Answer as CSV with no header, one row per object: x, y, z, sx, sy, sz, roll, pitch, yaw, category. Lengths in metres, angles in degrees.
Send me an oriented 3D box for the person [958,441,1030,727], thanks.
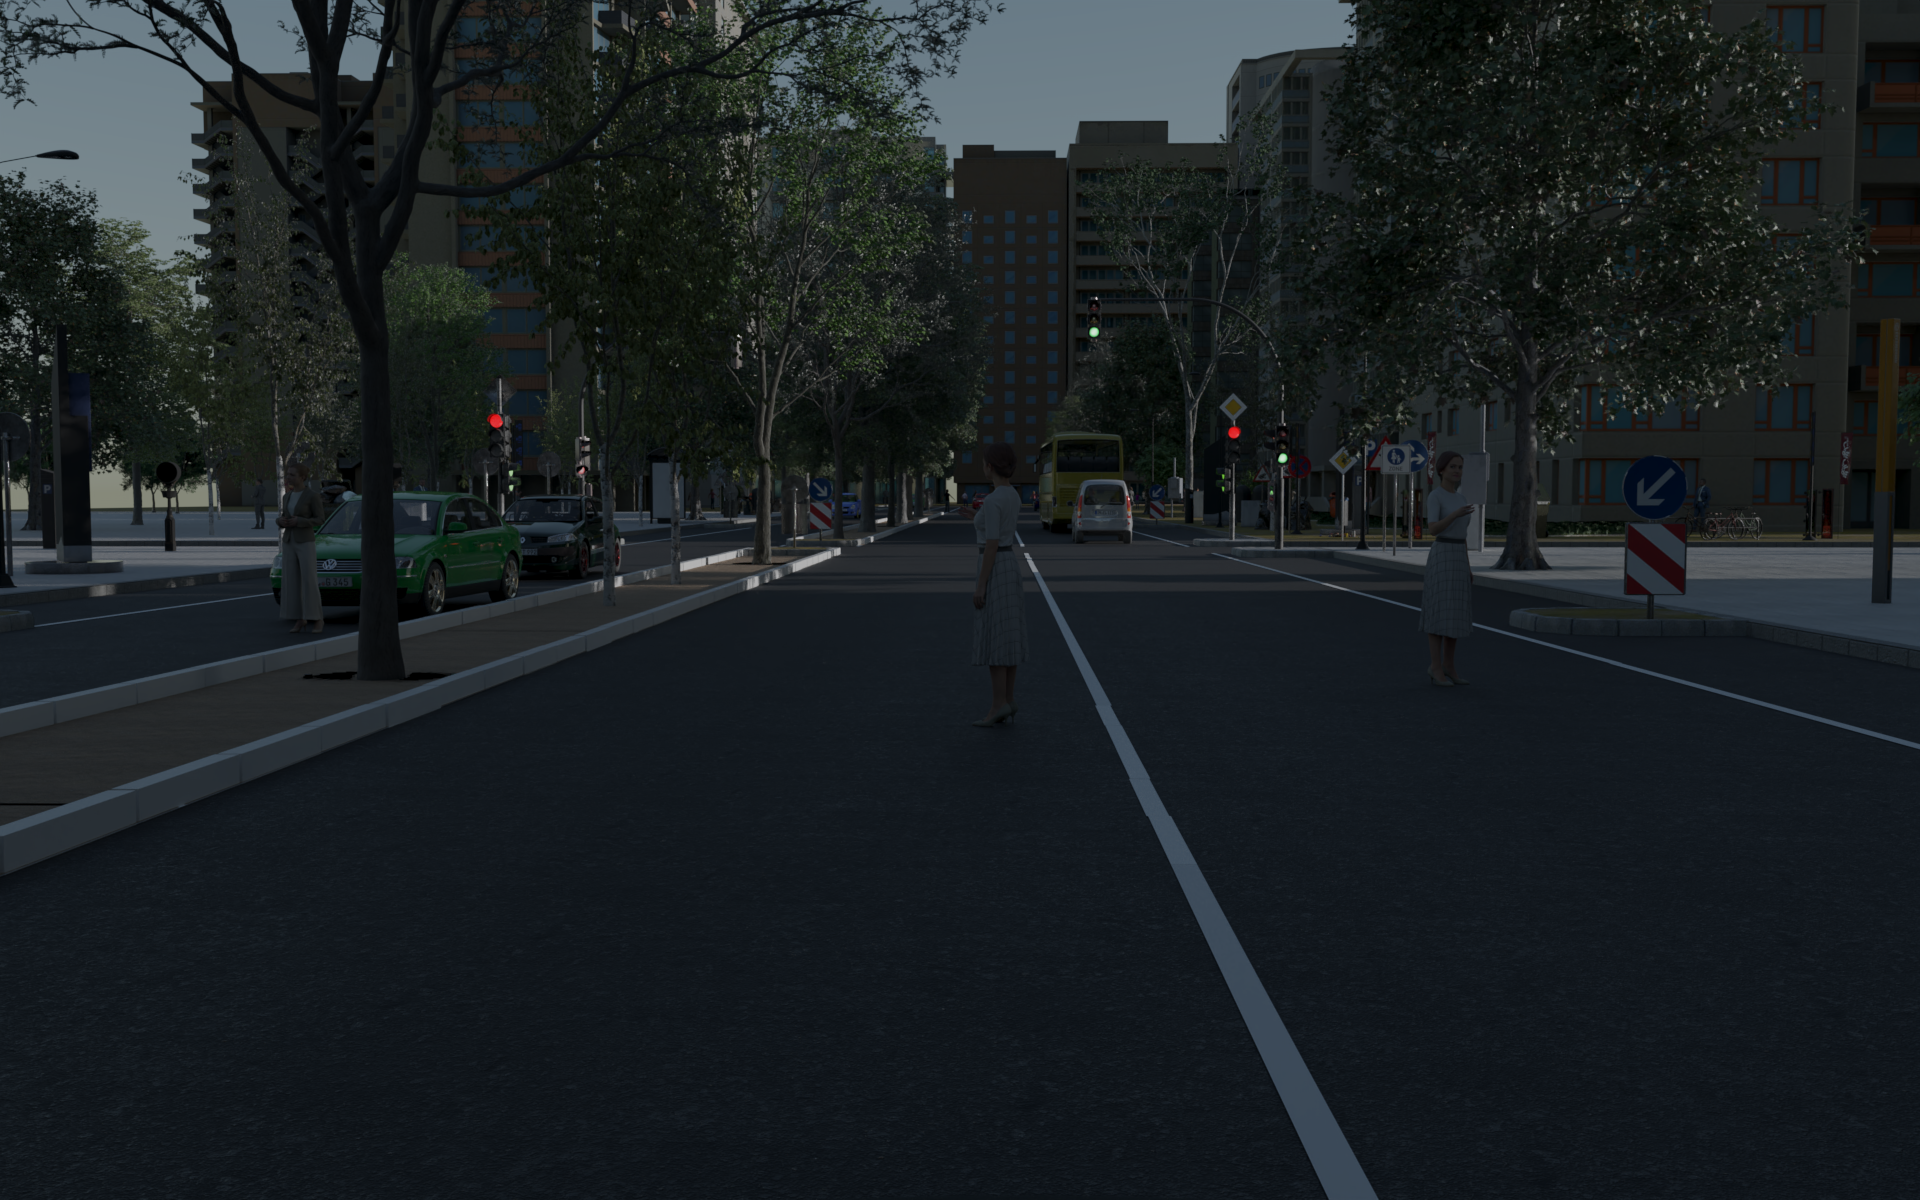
0.165,-0.104,10.769,0.524,1.755,0.480,1,4,22,person

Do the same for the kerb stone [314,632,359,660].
-5.563,0.421,15.335,0.120,0.150,1.000,0,4,1,kerb stone

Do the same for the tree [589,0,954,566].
-3.891,-6.502,34.514,9.928,11.665,9.643,0,3,0,tree

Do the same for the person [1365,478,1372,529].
13.663,-3.203,58.418,0.555,1.821,0.388,-2,4,-32,person

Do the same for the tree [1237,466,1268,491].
20.234,-7.718,120.792,1.663,3.219,1.824,0,3,0,tree

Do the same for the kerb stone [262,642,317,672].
-5.587,0.483,14.306,0.120,0.150,1.000,0,4,1,kerb stone

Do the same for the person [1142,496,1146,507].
18.939,-10.408,176.933,0.721,1.735,1.217,3,5,42,person

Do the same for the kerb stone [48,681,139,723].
-5.651,0.670,11.236,0.120,0.150,1.000,0,4,1,kerb stone

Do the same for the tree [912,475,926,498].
-2.504,-9.863,114.080,4.360,8.622,3.978,0,3,0,tree

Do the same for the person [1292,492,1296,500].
24.115,-7.346,126.150,1.348,1.824,0.705,1,4,9,person

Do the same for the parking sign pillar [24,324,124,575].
-14.476,-2.430,28.199,1.447,3.967,1.447,-2,4,-32,parking sign pillar

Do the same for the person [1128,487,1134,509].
12.064,-7.173,123.596,0.520,1.790,0.573,-2,4,-33,person

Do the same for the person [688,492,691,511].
-20.126,-7.576,130.460,0.990,1.755,0.434,3,4,37,person

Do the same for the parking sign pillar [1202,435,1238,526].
10.587,-5.017,70.499,1.447,3.967,1.447,1,4,12,parking sign pillar

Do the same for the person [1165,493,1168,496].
20.027,-10.088,171.080,1.348,1.812,0.705,1,4,15,person

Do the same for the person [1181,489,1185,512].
16.509,-7.322,126.562,0.445,1.727,0.742,2,4,30,person

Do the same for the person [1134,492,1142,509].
15.308,-8.595,149.798,0.991,1.433,0.599,3,4,36,person

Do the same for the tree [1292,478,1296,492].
20.012,-6.819,106.098,1.663,3.219,1.824,0,3,0,tree

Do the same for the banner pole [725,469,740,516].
-13.478,-6.879,102.482,0.863,3.779,0.401,0,4,-7,banner pole

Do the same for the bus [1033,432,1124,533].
4.540,-4.637,67.355,2.896,3.916,12.252,0,3,0,bus

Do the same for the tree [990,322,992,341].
-2.890,-10.723,84.428,9.857,13.997,8.962,0,3,0,tree

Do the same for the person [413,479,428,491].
-18.035,-3.165,57.966,0.419,1.800,0.721,2,4,25,person

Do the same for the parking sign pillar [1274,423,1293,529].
12.148,-4.685,65.072,1.447,3.967,1.447,1,4,22,parking sign pillar

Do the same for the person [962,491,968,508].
0.519,-9.369,162.615,0.436,1.711,0.756,-2,4,-35,person

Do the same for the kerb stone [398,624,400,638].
-5.548,0.357,16.357,0.120,0.150,1.000,0,4,1,kerb stone

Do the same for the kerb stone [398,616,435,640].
-5.519,0.294,17.381,0.120,0.150,1.000,0,4,1,kerb stone

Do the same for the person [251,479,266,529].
-25.785,-3.531,63.573,0.447,1.846,0.655,1,4,13,person

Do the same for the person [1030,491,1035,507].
8.443,-11.479,196.896,1.217,1.743,0.721,3,5,44,person

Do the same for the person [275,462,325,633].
-6.846,-0.541,17.894,0.519,1.759,0.362,1,4,18,person

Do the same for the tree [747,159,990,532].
-3.473,-9.490,64.275,9.857,13.997,8.962,0,3,0,tree

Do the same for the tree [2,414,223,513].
-58.539,-9.494,118.140,20.602,7.101,11.467,0,4,6,tree

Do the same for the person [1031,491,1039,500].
7.711,-10.110,174.526,1.217,1.743,0.721,0,4,-1,person

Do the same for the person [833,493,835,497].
-14.254,-11.478,196.939,0.421,1.427,0.697,2,4,30,person

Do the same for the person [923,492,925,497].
-4.102,-11.515,196.776,1.348,1.824,0.705,-2,4,-31,person

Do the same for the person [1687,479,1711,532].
24.826,-3.170,58.054,0.419,1.800,0.721,-2,4,-31,person

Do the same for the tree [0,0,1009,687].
-4.442,-6.116,12.816,12.009,13.543,11.850,0,3,0,tree

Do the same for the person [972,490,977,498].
1.613,-10.279,176.706,0.705,1.807,1.348,3,5,40,person

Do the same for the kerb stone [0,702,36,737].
-5.673,0.733,10.206,0.120,0.150,1.000,0,4,1,kerb stone

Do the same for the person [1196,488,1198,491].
17.610,-7.457,128.886,0.530,1.710,0.541,1,4,18,person

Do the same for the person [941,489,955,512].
-0.963,-7.756,135.320,1.348,1.822,0.705,3,4,36,person

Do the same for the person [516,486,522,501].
-28.966,-6.547,113.445,0.532,1.782,0.716,-2,4,-35,person

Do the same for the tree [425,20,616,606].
-4.428,-4.204,21.559,4.737,8.622,4.395,0,3,0,tree

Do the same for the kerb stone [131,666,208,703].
-5.632,0.608,12.258,0.120,0.150,1.000,0,4,1,kerb stone

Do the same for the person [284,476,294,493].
-19.983,-2.793,51.677,0.580,1.828,0.573,0,4,2,person

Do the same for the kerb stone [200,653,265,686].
-5.618,0.545,13.280,0.120,0.150,1.000,0,4,1,kerb stone

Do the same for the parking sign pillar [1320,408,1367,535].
12.034,-4.024,54.264,1.447,3.967,1.447,0,4,8,parking sign pillar

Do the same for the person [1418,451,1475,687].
3.708,-0.236,12.931,0.480,1.755,0.524,-3,5,-40,person

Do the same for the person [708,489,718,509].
-20.628,-8.439,144.742,1.217,1.743,0.721,3,4,38,person
